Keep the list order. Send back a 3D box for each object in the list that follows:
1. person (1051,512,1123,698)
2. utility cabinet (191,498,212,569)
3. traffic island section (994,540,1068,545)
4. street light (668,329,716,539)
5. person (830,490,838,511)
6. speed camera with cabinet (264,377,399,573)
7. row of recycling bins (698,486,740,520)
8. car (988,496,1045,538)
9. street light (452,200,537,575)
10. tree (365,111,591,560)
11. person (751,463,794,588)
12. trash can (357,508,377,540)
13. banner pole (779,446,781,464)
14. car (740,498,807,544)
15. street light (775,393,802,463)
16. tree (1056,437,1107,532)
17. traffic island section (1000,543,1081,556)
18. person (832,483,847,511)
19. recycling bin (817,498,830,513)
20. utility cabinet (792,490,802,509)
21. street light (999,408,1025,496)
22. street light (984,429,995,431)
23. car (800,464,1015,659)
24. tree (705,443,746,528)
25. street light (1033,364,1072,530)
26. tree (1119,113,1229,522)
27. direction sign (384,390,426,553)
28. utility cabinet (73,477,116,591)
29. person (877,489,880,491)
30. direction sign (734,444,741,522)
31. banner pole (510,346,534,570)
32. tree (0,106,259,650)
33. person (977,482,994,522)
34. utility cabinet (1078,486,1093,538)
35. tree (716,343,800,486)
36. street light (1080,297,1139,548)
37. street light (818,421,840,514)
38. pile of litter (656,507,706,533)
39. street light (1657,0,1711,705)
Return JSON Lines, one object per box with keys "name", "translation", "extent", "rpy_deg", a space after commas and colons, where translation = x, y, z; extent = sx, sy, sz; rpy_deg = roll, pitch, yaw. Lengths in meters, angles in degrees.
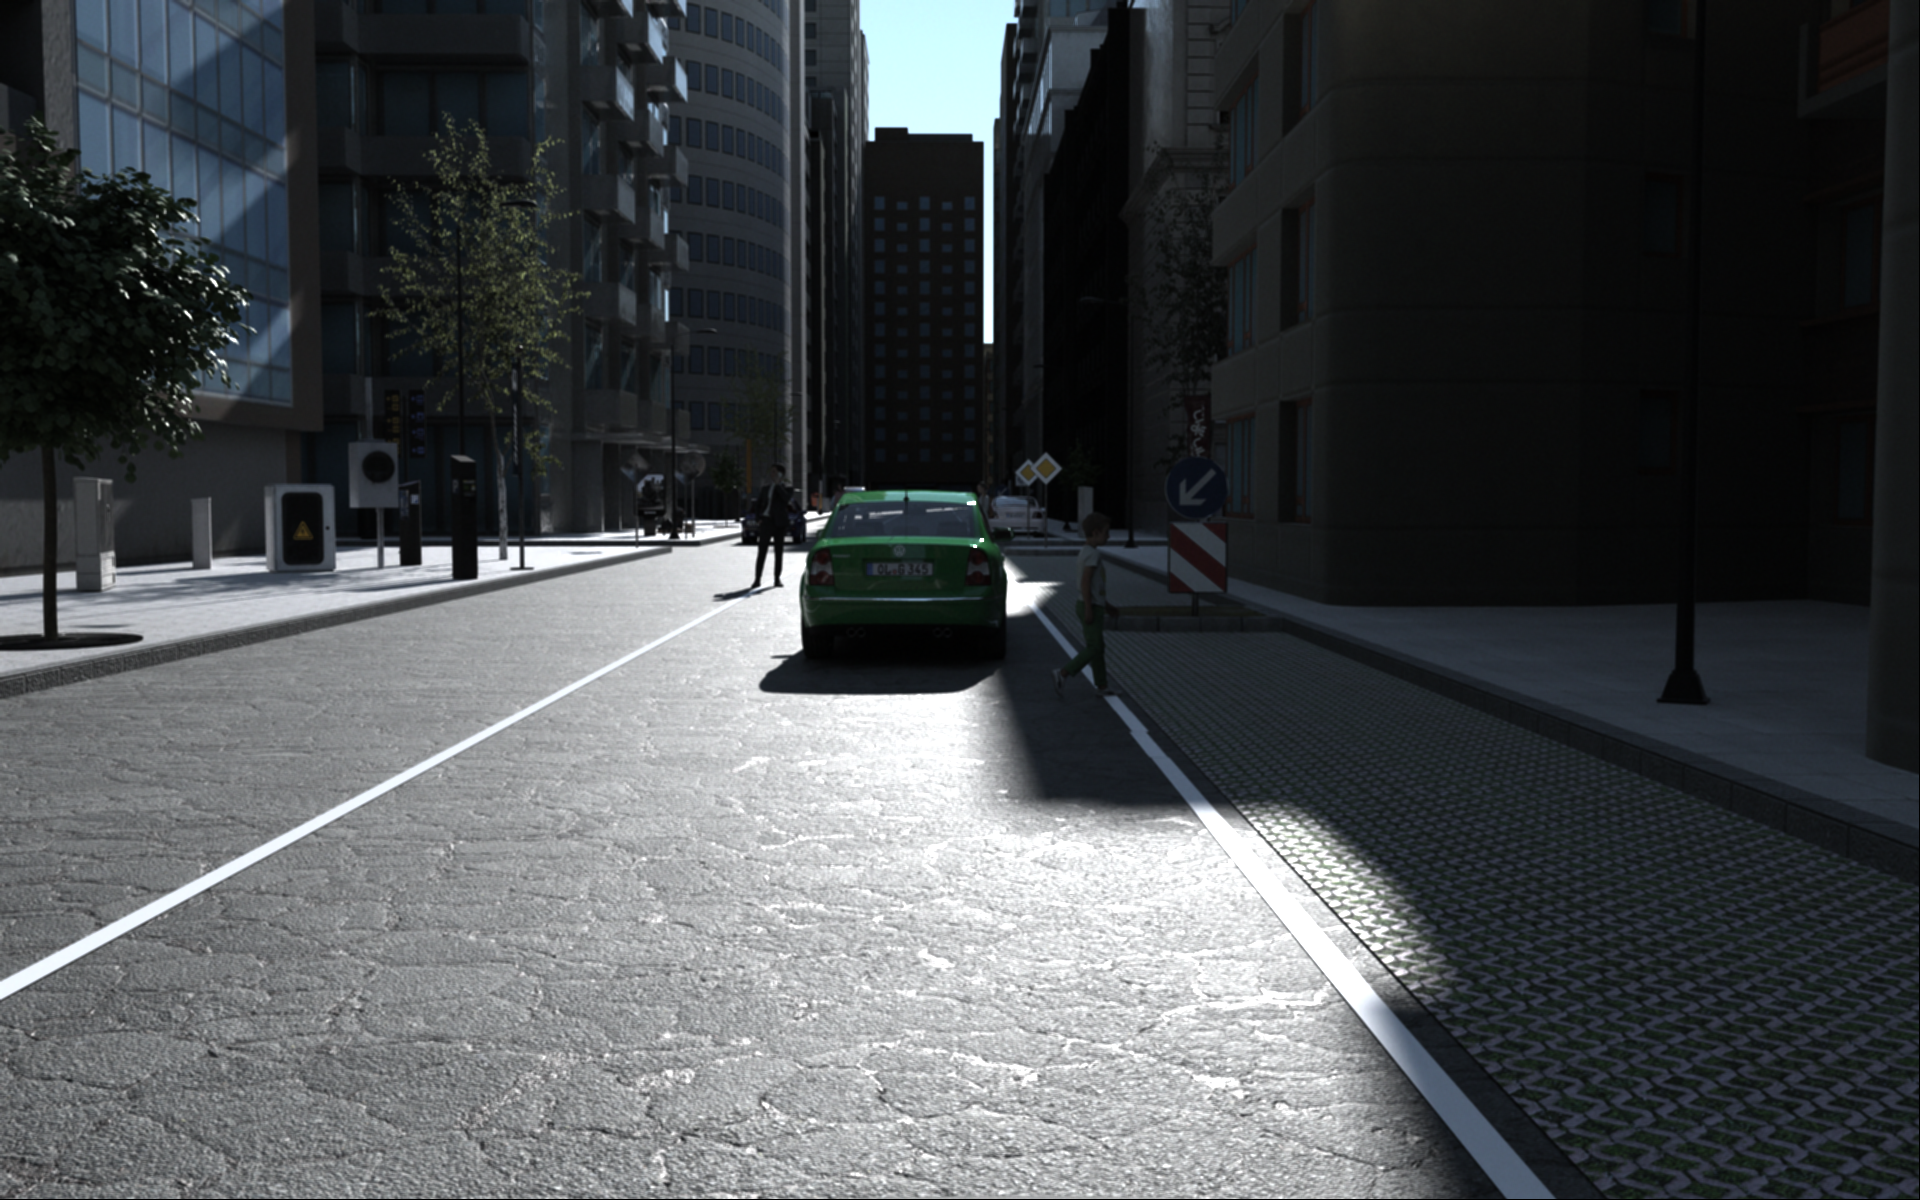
{"name": "person", "translation": [0.890, 0.037, 12.151], "extent": [0.590, 1.304, 0.306], "rpy_deg": [-2, 4, -25]}
{"name": "utility cabinet", "translation": [-13.119, -1.149, 29.943], "extent": [0.306, 1.237, 1.020], "rpy_deg": [-1, 4, -22]}
{"name": "traffic island section", "translation": [1.963, -1.645, 49.170], "extent": [2.009, 0.180, 2.903], "rpy_deg": [0, 4, -1]}
{"name": "street light", "translation": [-7.559, -4.672, 48.932], "extent": [1.470, 5.913, 1.316], "rpy_deg": [0, 4, -1]}
{"name": "person", "translation": [-4.717, -3.386, 65.672], "extent": [0.330, 1.601, 0.589], "rpy_deg": [1, 4, 23]}
{"name": "speed camera with cabinet", "translation": [-10.461, -2.111, 28.851], "extent": [2.038, 3.252, 0.660], "rpy_deg": [-3, 4, -36]}
{"name": "row of recycling bins", "translation": [-12.209, -4.916, 87.487], "extent": [1.069, 1.692, 3.534], "rpy_deg": [-2, 4, -35]}
{"name": "car", "translation": [1.670, -2.526, 53.661], "extent": [2.083, 1.381, 4.827], "rpy_deg": [0, 4, 1]}
{"name": "street light", "translation": [-7.379, -3.361, 27.487], "extent": [1.470, 5.913, 1.316], "rpy_deg": [0, 4, -1]}
{"name": "tree", "translation": [-8.997, -5.078, 33.395], "extent": [4.360, 8.622, 3.978], "rpy_deg": [0, 3, 0]}
{"name": "person", "translation": [-2.884, -1.152, 26.703], "extent": [0.648, 1.900, 0.474], "rpy_deg": [0, 4, 1]}
{"name": "trash can", "translation": [-16.713, -2.281, 48.946], "extent": [0.748, 1.137, 0.748], "rpy_deg": [0, 3, 0]}
{"name": "banner pole", "translation": [-9.190, -6.030, 88.605], "extent": [0.401, 3.779, 0.863], "rpy_deg": [-1, 4, -10]}
{"name": "car", "translation": [-5.444, -2.343, 50.891], "extent": [1.945, 1.354, 3.894], "rpy_deg": [0, 4, -2]}
{"name": "street light", "translation": [-7.945, -6.552, 79.672], "extent": [1.470, 5.913, 1.316], "rpy_deg": [0, 4, -1]}
{"name": "tree", "translation": [3.918, -3.926, 58.788], "extent": [1.663, 3.219, 1.824], "rpy_deg": [0, 3, 0]}
{"name": "traffic island section", "translation": [2.062, -1.156, 41.186], "extent": [2.009, 0.180, 2.903], "rpy_deg": [0, 4, -1]}
{"name": "person", "translation": [-4.287, -3.265, 61.888], "extent": [0.555, 1.821, 0.388], "rpy_deg": [0, 4, 4]}
{"name": "recycling bin", "translation": [-9.263, -6.430, 117.682], "extent": [0.722, 1.027, 0.722], "rpy_deg": [1, 4, 17]}
{"name": "utility cabinet", "translation": [-8.330, -4.792, 87.024], "extent": [0.318, 1.500, 1.173], "rpy_deg": [1, 4, 22]}
{"name": "street light", "translation": [2.908, -7.371, 93.055], "extent": [1.470, 5.913, 1.316], "rpy_deg": [0, 4, -1]}
{"name": "street light", "translation": [2.405, -9.239, 123.604], "extent": [1.470, 5.913, 1.316], "rpy_deg": [0, 4, -1]}
{"name": "car", "translation": [-0.451, -0.467, 16.433], "extent": [1.959, 1.807, 4.718], "rpy_deg": [0, 4, 1]}
{"name": "tree", "translation": [-8.808, -4.381, 66.228], "extent": [1.663, 3.219, 1.824], "rpy_deg": [0, 3, 0]}
{"name": "street light", "translation": [3.305, -5.478, 62.113], "extent": [1.470, 5.913, 1.316], "rpy_deg": [0, 4, -1]}
{"name": "tree", "translation": [5.017, -5.148, 34.526], "extent": [4.360, 8.622, 3.978], "rpy_deg": [0, 3, 0]}
{"name": "direction sign", "translation": [-12.042, -2.793, 37.665], "extent": [0.876, 3.537, 0.379], "rpy_deg": [0, 4, 2]}
{"name": "utility cabinet", "translation": [-11.548, -0.885, 23.148], "extent": [0.318, 1.500, 1.173], "rpy_deg": [-1, 4, -18]}
{"name": "person", "translation": [-6.083, -7.373, 129.146], "extent": [1.348, 1.812, 0.705], "rpy_deg": [0, 4, 1]}
{"name": "direction sign", "translation": [-10.134, -5.321, 78.989], "extent": [0.379, 3.537, 0.876], "rpy_deg": [0, 4, -7]}
{"name": "banner pole", "translation": [-7.434, -2.391, 29.109], "extent": [0.401, 3.779, 0.863], "rpy_deg": [0, 4, -3]}
{"name": "tree", "translation": [-7.784, -1.896, 14.717], "extent": [4.285, 4.588, 4.351], "rpy_deg": [0, 3, 0]}
{"name": "person", "translation": [0.500, -1.778, 38.571], "extent": [0.522, 1.701, 0.512], "rpy_deg": [-1, 4, -21]}
{"name": "utility cabinet", "translation": [3.671, -2.560, 50.536], "extent": [0.318, 1.500, 1.173], "rpy_deg": [0, 4, -3]}
{"name": "tree", "translation": [-9.569, -8.144, 83.515], "extent": [4.737, 8.622, 4.395], "rpy_deg": [0, 3, 0]}
{"name": "street light", "translation": [3.534, -4.192, 41.077], "extent": [1.470, 5.913, 1.316], "rpy_deg": [0, 4, -1]}
{"name": "street light", "translation": [-8.390, -8.456, 110.794], "extent": [1.470, 5.913, 1.316], "rpy_deg": [0, 4, -1]}
{"name": "pile of litter", "translation": [-9.254, -2.648, 57.264], "extent": [1.719, 0.858, 1.176], "rpy_deg": [0, 4, -3]}
{"name": "street light", "translation": [3.933, -2.323, 10.529], "extent": [1.470, 5.913, 1.316], "rpy_deg": [0, 4, -1]}
